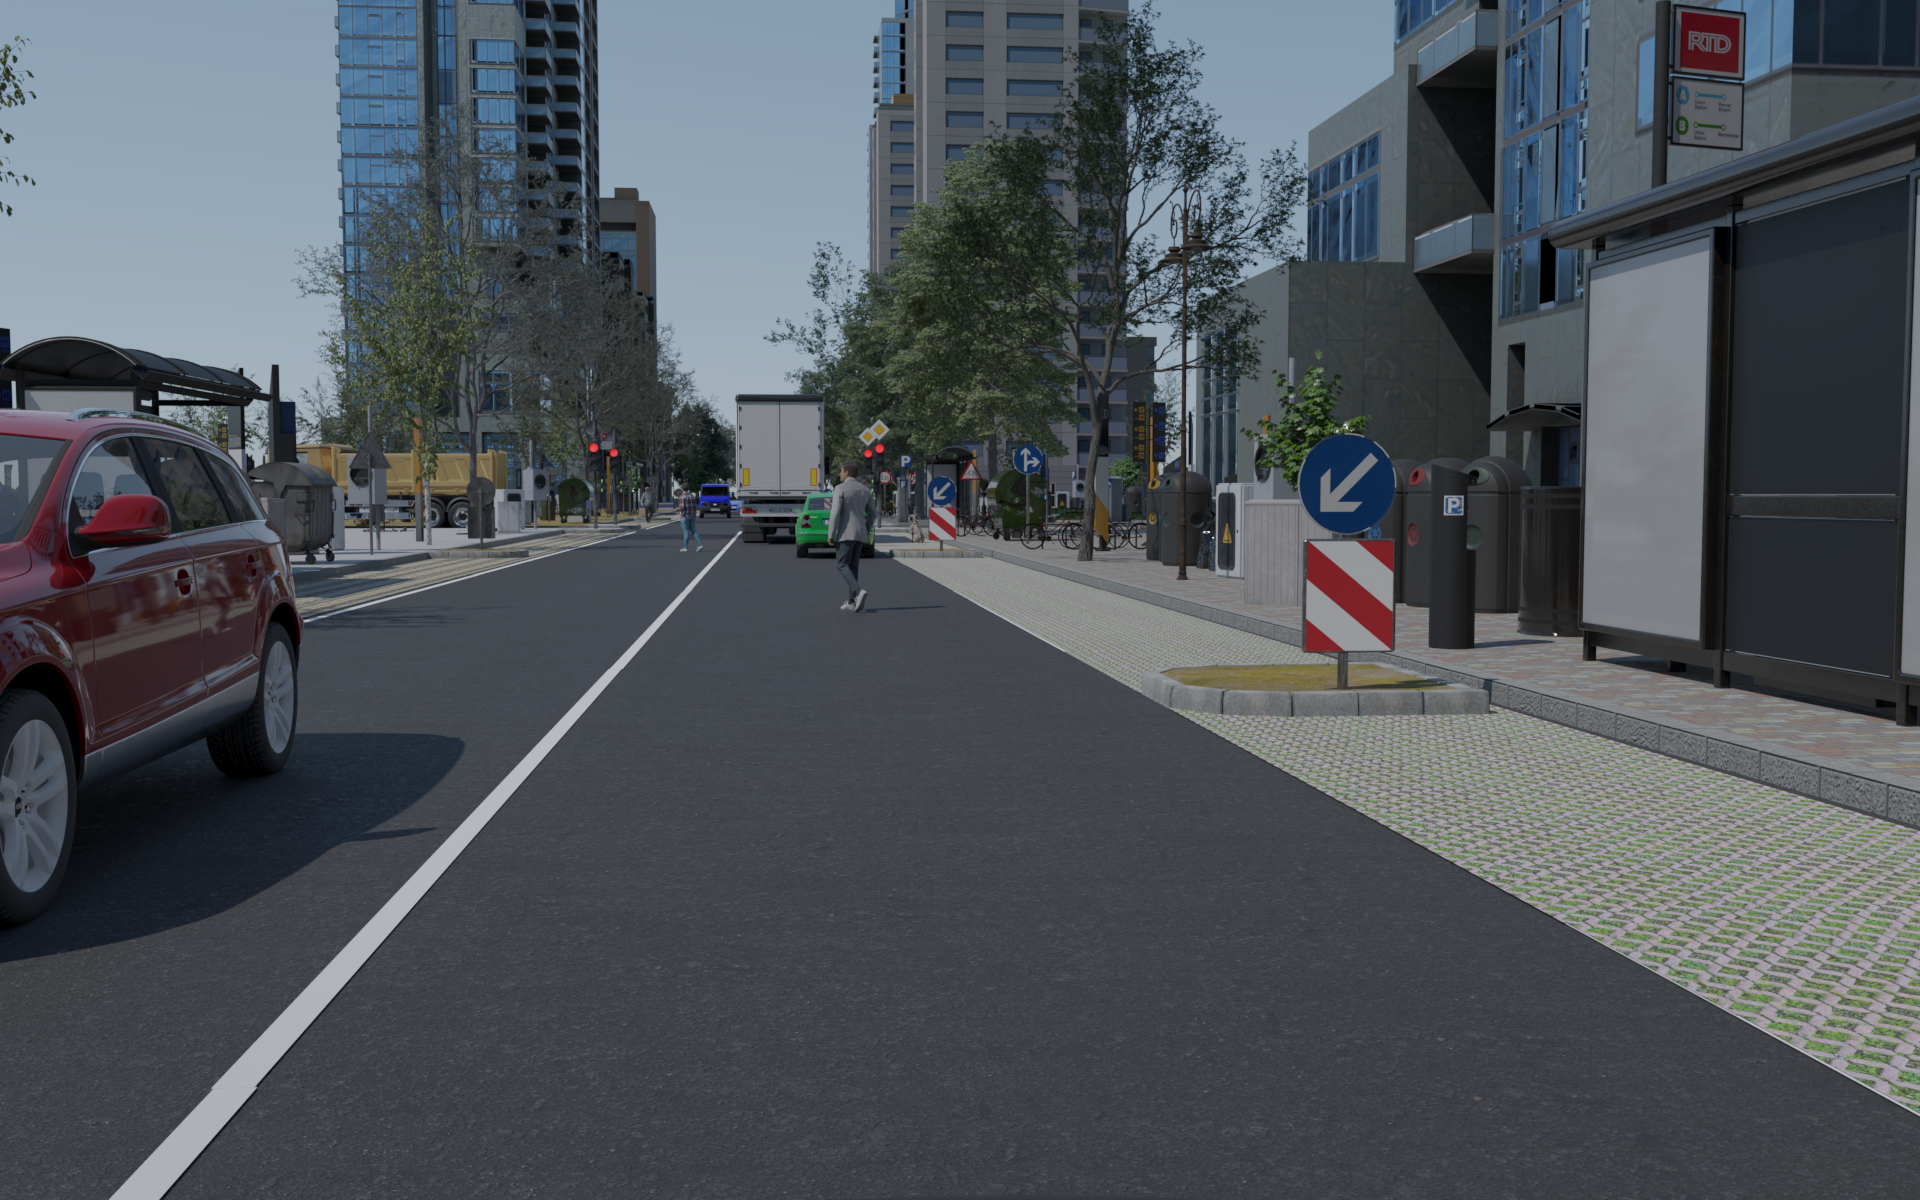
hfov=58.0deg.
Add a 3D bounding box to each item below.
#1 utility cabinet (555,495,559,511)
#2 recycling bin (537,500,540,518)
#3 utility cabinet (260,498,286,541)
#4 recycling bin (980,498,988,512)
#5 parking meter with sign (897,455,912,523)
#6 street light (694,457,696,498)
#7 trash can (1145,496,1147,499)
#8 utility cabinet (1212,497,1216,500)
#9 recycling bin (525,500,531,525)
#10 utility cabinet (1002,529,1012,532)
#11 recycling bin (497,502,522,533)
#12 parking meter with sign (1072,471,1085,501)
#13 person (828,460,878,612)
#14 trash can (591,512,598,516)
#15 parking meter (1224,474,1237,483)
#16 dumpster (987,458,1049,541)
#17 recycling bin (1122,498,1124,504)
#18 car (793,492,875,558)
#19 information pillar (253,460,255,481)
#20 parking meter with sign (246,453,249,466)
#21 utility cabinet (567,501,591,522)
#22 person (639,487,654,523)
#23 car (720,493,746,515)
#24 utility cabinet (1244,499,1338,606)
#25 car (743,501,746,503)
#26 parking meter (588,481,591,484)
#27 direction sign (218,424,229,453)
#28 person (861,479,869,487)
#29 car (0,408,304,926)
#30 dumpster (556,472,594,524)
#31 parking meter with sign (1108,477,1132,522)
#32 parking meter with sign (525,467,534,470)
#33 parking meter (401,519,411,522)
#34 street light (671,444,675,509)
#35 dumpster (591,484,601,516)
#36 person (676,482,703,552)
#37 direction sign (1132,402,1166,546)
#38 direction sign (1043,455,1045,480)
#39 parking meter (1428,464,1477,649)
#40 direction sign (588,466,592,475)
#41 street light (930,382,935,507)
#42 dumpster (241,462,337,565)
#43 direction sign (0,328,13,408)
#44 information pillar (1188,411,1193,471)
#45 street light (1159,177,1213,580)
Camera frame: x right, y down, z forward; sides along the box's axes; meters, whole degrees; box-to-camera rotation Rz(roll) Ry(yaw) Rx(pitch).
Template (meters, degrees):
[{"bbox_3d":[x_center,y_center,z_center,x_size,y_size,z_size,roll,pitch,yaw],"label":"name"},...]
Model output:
[{"bbox_3d":[-31.182,-7.486,133.553,1.020,1.237,0.306,2,4,25],"label":"utility cabinet"},{"bbox_3d":[-23.406,-5.013,94.517,0.722,1.027,0.722,2,4,30],"label":"recycling bin"},{"bbox_3d":[-11.591,-1.107,29.255,0.306,1.237,1.020,-2,4,-28],"label":"utility cabinet"},{"bbox_3d":[1.795,-6.591,120.318,0.722,1.027,0.722,1,4,17],"label":"recycling bin"},{"bbox_3d":[-2.569,-5.028,78.475,0.543,3.016,1.738,-1,4,-9],"label":"parking meter with sign"},{"bbox_3d":[-28.827,-13.205,188.684,0.468,5.910,1.993,0,4,-6],"label":"street light"},{"bbox_3d":[12.948,-6.503,117.983,0.748,1.137,0.748,0,3,0],"label":"trash can"},{"bbox_3d":[5.729,-1.690,38.788,1.020,1.237,0.306,1,4,8],"label":"utility cabinet"},{"bbox_3d":[-18.374,-3.649,72.222,0.722,1.027,0.722,3,5,39],"label":"recycling bin"},{"bbox_3d":[1.671,-2.943,59.282,0.306,1.237,1.020,1,4,14],"label":"utility cabinet"},{"bbox_3d":[-14.960,-2.749,57.496,0.722,1.027,0.722,-1,4,-10],"label":"recycling bin"},{"bbox_3d":[9.560,-8.392,133.462,1.738,3.016,0.543,-1,4,-15],"label":"parking meter with sign"},{"bbox_3d":[-1.282,-0.785,21.180,0.661,1.843,0.795,-3,4,-38],"label":"person"},{"bbox_3d":[-21.567,-5.508,101.703,0.748,1.137,0.748,0,3,0],"label":"trash can"},{"bbox_3d":[7.914,-2.759,50.826,0.399,1.863,0.255,0,4,5],"label":"parking meter"},{"bbox_3d":[1.600,-2.776,47.881,1.502,2.255,1.985,0,4,-6],"label":"dumpster"},{"bbox_3d":[11.359,-6.850,124.556,0.722,1.027,0.722,1,4,17],"label":"recycling bin"},{"bbox_3d":[-2.917,-1.930,40.356,1.959,1.807,4.718,0,4,-5],"label":"car"},{"bbox_3d":[-41.239,-6.686,100.674,0.504,3.616,0.183,-2,4,-30],"label":"information pillar"},{"bbox_3d":[-31.121,-4.724,73.491,0.543,3.016,1.738,3,4,37],"label":"parking meter with sign"},{"bbox_3d":[-17.242,-4.252,78.192,1.173,1.500,0.318,1,4,18],"label":"utility cabinet"},{"bbox_3d":[-15.514,-4.682,85.542,0.515,1.767,0.782,3,5,42],"label":"person"},{"bbox_3d":[-16.048,-6.864,121.820,1.945,1.707,3.694,0,4,-8],"label":"car"},{"bbox_3d":[3.800,-0.535,19.907,1.020,1.237,0.306,1,4,23],"label":"utility cabinet"},{"bbox_3d":[-22.398,-10.465,183.681,1.945,1.354,3.894,0,4,-4],"label":"car"},{"bbox_3d":[-17.019,-4.470,78.803,0.399,1.863,0.255,1,4,13],"label":"parking meter"},{"bbox_3d":[-23.509,-3.907,55.876,0.876,3.537,0.379,1,4,12],"label":"direction sign"},{"bbox_3d":[-2.704,-2.370,47.345,0.679,1.850,0.850,-3,5,-43],"label":"person"},{"bbox_3d":[-4.305,0.084,7.301,2.281,1.827,5.304,0,4,-7],"label":"car"},{"bbox_3d":[-16.839,-4.481,75.753,1.502,2.255,1.985,0,4,-6],"label":"dumpster"},{"bbox_3d":[6.726,-4.844,75.462,1.738,3.016,0.543,-3,4,-37],"label":"parking meter with sign"},{"bbox_3d":[-27.492,-7.070,111.848,0.543,3.016,1.738,0,4,5],"label":"parking meter with sign"},{"bbox_3d":[-25.121,-4.451,78.483,0.399,1.863,0.255,-3,5,-44],"label":"parking meter"},{"bbox_3d":[-24.641,-10.775,148.950,0.468,5.910,1.993,0,4,-6],"label":"street light"},{"bbox_3d":[-21.441,-5.771,100.122,1.264,1.857,1.865,0,4,-6],"label":"dumpster"},{"bbox_3d":[-6.762,-2.070,43.174,0.643,1.720,0.563,3,4,37],"label":"person"},{"bbox_3d":[4.655,-3.101,42.698,0.876,3.537,0.379,-1,4,-17],"label":"direction sign"},{"bbox_3d":[4.496,-6.553,99.144,0.876,3.537,0.379,-2,4,-28],"label":"direction sign"},{"bbox_3d":[4.107,-0.368,14.431,0.372,1.533,0.369,0,3,0],"label":"parking meter"},{"bbox_3d":[-29.539,-8.945,138.245,0.876,3.537,0.379,1,4,9],"label":"direction sign"},{"bbox_3d":[-1.025,-5.632,64.868,0.468,5.910,1.993,0,4,-6],"label":"street light"},{"bbox_3d":[-12.347,-1.603,31.965,1.264,1.857,1.865,0,4,-6],"label":"dumpster"},{"bbox_3d":[-13.105,-1.919,23.372,0.379,3.537,0.876,1,4,13],"label":"direction sign"},{"bbox_3d":[6.550,-3.540,49.232,0.183,3.616,0.504,1,4,14],"label":"information pillar"},{"bbox_3d":[3.326,-3.237,25.710,0.468,5.910,1.993,0,4,-6],"label":"street light"}]
